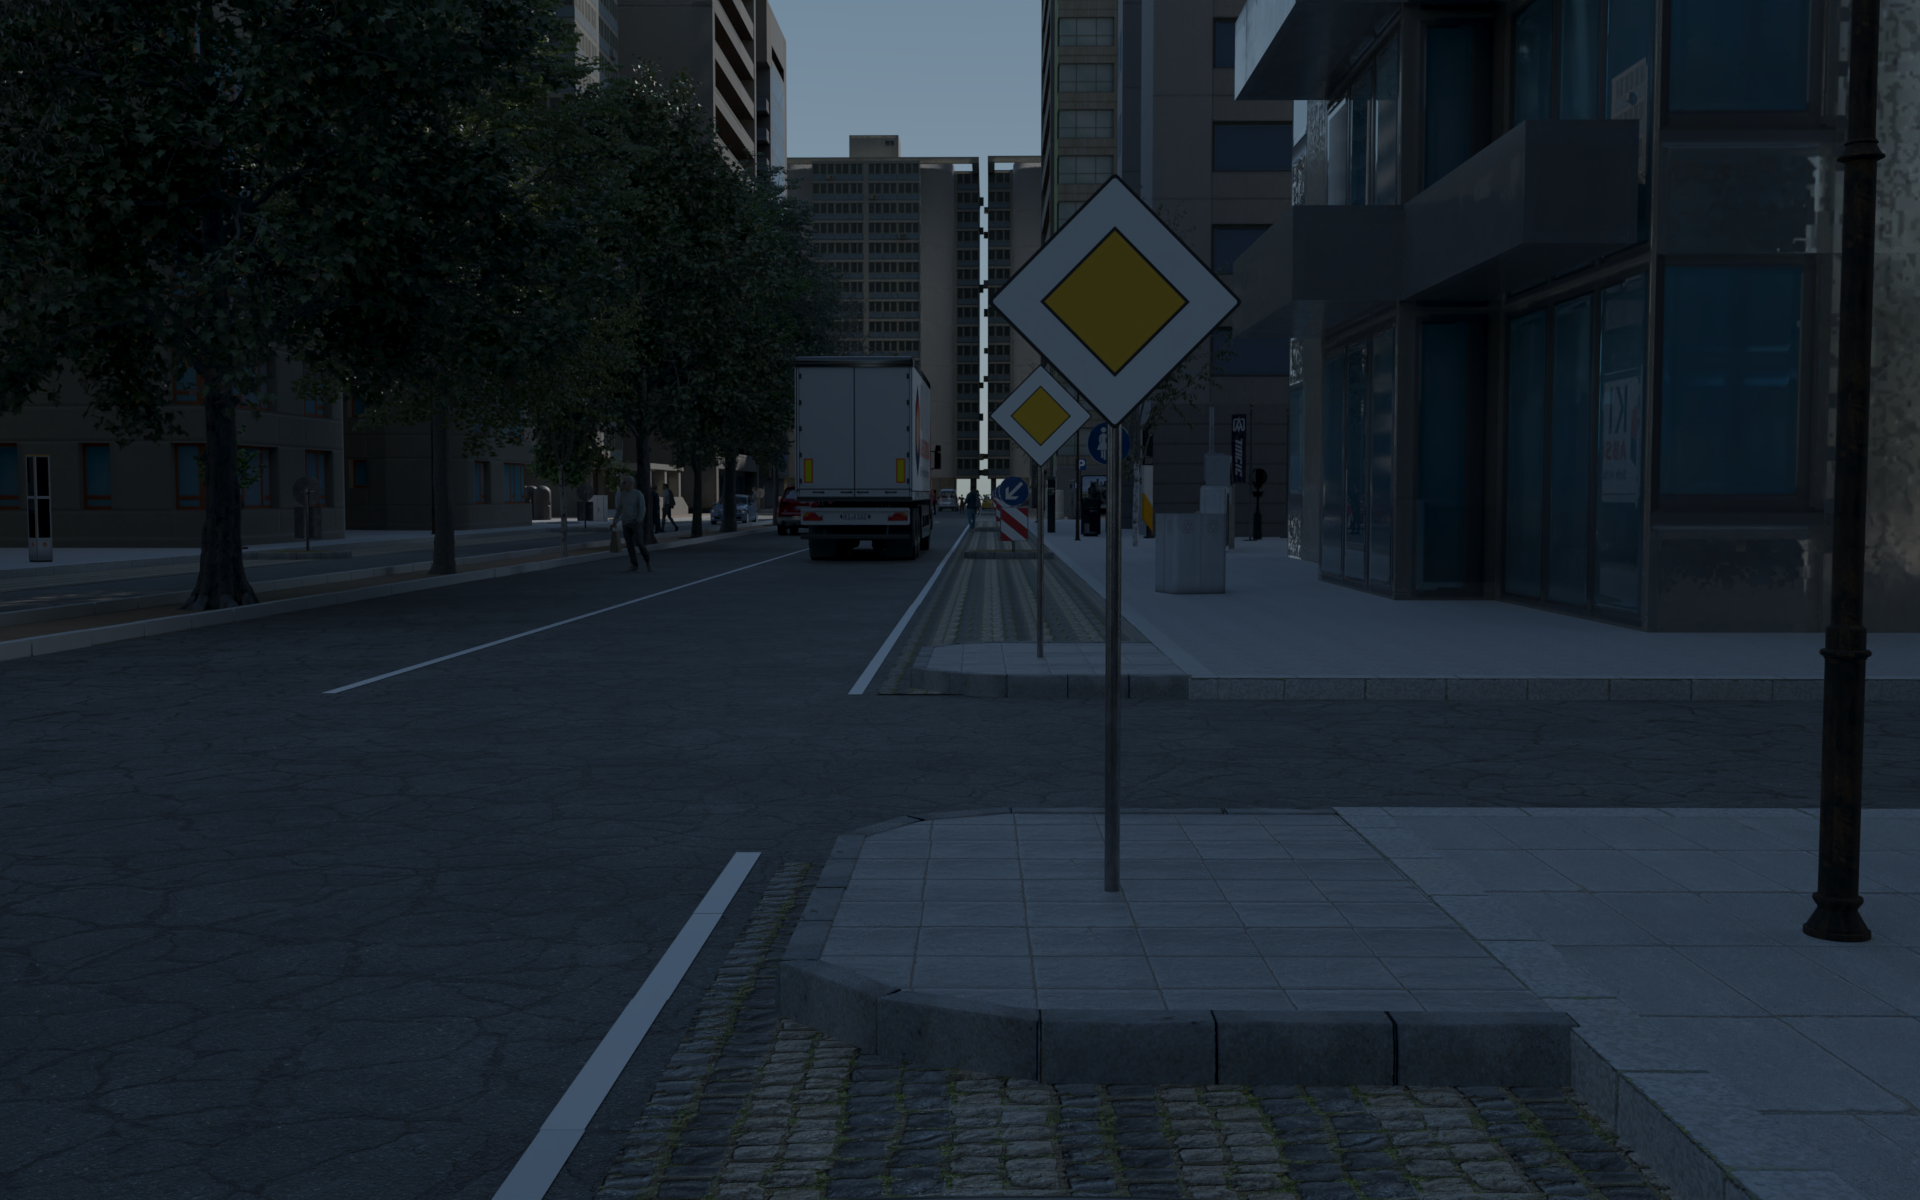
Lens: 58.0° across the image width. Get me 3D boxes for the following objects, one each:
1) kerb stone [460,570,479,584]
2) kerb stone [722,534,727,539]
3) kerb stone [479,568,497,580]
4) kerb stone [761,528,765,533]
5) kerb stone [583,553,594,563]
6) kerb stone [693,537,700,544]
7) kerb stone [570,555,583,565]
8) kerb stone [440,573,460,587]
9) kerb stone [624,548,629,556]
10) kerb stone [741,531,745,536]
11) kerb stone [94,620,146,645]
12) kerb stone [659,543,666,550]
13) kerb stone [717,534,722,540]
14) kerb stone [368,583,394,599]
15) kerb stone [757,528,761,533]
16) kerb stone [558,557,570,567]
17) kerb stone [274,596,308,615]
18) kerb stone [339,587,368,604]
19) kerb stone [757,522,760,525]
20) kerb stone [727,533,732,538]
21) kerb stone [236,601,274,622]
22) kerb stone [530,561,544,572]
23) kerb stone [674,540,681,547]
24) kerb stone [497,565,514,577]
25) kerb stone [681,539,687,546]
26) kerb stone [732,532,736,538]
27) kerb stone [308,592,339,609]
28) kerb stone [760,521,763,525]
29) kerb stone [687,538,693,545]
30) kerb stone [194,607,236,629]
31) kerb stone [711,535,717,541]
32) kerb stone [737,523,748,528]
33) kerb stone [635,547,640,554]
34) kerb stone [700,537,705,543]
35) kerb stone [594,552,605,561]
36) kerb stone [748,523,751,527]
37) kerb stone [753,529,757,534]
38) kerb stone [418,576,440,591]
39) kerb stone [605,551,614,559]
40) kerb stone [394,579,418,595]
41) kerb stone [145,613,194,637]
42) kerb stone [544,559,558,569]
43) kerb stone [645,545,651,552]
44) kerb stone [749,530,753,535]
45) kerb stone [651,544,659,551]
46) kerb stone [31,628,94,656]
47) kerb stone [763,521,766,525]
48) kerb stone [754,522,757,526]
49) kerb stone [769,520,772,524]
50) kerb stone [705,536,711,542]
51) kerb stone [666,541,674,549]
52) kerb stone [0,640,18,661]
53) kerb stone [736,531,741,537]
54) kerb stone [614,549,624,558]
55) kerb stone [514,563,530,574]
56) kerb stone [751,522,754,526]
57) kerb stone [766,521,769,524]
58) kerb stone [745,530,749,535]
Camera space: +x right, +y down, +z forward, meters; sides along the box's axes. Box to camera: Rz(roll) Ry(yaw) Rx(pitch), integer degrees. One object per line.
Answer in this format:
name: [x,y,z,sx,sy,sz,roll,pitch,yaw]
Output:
kerb stone: [-8.055,-0.360,28.120,0.120,0.150,1.000,0,4,1]
kerb stone: [-7.592,-1.987,54.751,0.120,0.150,1.000,0,4,1]
kerb stone: [-8.037,-0.422,29.142,0.120,0.150,1.000,0,4,1]
kerb stone: [-7.432,-2.554,63.961,0.120,0.150,1.000,0,4,1]
kerb stone: [-7.903,-0.857,36.302,0.120,0.150,1.000,0,4,1]
kerb stone: [-7.676,-1.678,49.629,0.120,0.150,1.000,0,4,1]
kerb stone: [-7.919,-0.800,35.280,0.120,0.150,1.000,0,4,1]
kerb stone: [-8.069,-0.300,27.097,0.120,0.150,1.000,0,4,1]
kerb stone: [-7.834,-1.112,40.412,0.120,0.150,1.000,0,4,1]
kerb stone: [-7.518,-2.241,58.841,0.120,0.150,1.000,0,4,1]
kerb stone: [-8.248,0.331,16.857,0.120,0.150,1.000,0,4,1]
kerb stone: [-7.764,-1.365,44.509,0.120,0.150,1.000,0,4,1]
kerb stone: [-7.614,-1.920,53.724,0.120,0.150,1.000,0,4,1]
kerb stone: [-8.119,-0.111,24.017,0.120,0.150,1.000,0,4,1]
kerb stone: [-7.441,-2.492,62.933,0.120,0.150,1.000,0,4,1]
kerb stone: [-7.939,-0.736,34.258,0.120,0.150,1.000,0,4,1]
kerb stone: [-8.173,0.076,20.951,0.120,0.150,1.000,0,4,1]
kerb stone: [-8.134,-0.044,22.995,0.120,0.150,1.000,0,4,1]
kerb stone: [-9.278,-3.436,78.382,0.120,0.150,1.000,0,4,1]
kerb stone: [-7.573,-2.054,55.774,0.120,0.150,1.000,0,4,1]
kerb stone: [-8.186,0.141,19.929,0.120,0.150,1.000,0,4,1]
kerb stone: [-7.979,-0.612,32.210,0.120,0.150,1.000,0,4,1]
kerb stone: [-7.726,-1.486,46.553,0.120,0.150,1.000,0,4,1]
kerb stone: [-8.008,-0.487,30.164,0.120,0.150,1.000,0,4,1]
kerb stone: [-7.709,-1.553,47.581,0.120,0.150,1.000,0,4,1]
kerb stone: [-7.546,-2.113,56.797,0.120,0.150,1.000,0,4,1]
kerb stone: [-8.154,0.014,21.973,0.120,0.150,1.000,0,4,1]
kerb stone: [-9.262,-3.499,79.404,0.120,0.150,1.000,0,4,1]
kerb stone: [-7.701,-1.615,48.607,0.120,0.150,1.000,0,4,1]
kerb stone: [-8.207,0.205,18.901,0.120,0.150,1.000,0,4,1]
kerb stone: [-7.623,-1.866,52.701,0.120,0.150,1.000,0,4,1]
kerb stone: [-9.347,-3.185,74.273,0.120,0.150,1.000,0,4,1]
kerb stone: [-7.821,-1.177,41.442,0.120,0.150,1.000,0,4,1]
kerb stone: [-7.660,-1.737,50.652,0.120,0.150,1.000,0,4,1]
kerb stone: [-7.887,-0.923,37.329,0.120,0.150,1.000,0,4,1]
kerb stone: [-9.338,-3.246,75.295,0.120,0.150,1.000,0,4,1]
kerb stone: [-7.470,-2.426,61.911,0.120,0.150,1.000,0,4,1]
kerb stone: [-8.084,-0.237,26.075,0.120,0.150,1.000,0,4,1]
kerb stone: [-7.876,-0.988,38.351,0.120,0.150,1.000,0,4,1]
kerb stone: [-8.100,-0.174,25.043,0.120,0.150,1.000,0,4,1]
kerb stone: [-8.226,0.264,17.879,0.120,0.150,1.000,0,4,1]
kerb stone: [-7.957,-0.669,33.233,0.120,0.150,1.000,0,4,1]
kerb stone: [-7.798,-1.235,42.465,0.120,0.150,1.000,0,4,1]
kerb stone: [-7.479,-2.367,60.889,0.120,0.150,1.000,0,4,1]
kerb stone: [-7.785,-1.302,43.487,0.120,0.150,1.000,0,4,1]
kerb stone: [-8.255,0.390,15.827,0.120,0.150,1.000,0,4,1]
kerb stone: [-9.245,-3.561,80.426,0.120,0.150,1.000,0,4,1]
kerb stone: [-9.306,-3.374,77.354,0.120,0.150,1.000,0,4,1]
kerb stone: [-9.213,-3.687,82.479,0.120,0.150,1.000,0,4,1]
kerb stone: [-7.645,-1.803,51.674,0.120,0.150,1.000,0,4,1]
kerb stone: [-7.746,-1.425,45.531,0.120,0.150,1.000,0,4,1]
kerb stone: [-8.277,0.455,14.800,0.120,0.150,1.000,0,4,1]
kerb stone: [-7.535,-2.178,57.819,0.120,0.150,1.000,0,4,1]
kerb stone: [-7.855,-1.050,39.379,0.120,0.150,1.000,0,4,1]
kerb stone: [-7.991,-0.547,31.188,0.120,0.150,1.000,0,4,1]
kerb stone: [-9.314,-3.307,76.323,0.120,0.150,1.000,0,4,1]
kerb stone: [-9.229,-3.620,81.448,0.120,0.150,1.000,0,4,1]
kerb stone: [-7.493,-2.301,59.867,0.120,0.150,1.000,0,4,1]
